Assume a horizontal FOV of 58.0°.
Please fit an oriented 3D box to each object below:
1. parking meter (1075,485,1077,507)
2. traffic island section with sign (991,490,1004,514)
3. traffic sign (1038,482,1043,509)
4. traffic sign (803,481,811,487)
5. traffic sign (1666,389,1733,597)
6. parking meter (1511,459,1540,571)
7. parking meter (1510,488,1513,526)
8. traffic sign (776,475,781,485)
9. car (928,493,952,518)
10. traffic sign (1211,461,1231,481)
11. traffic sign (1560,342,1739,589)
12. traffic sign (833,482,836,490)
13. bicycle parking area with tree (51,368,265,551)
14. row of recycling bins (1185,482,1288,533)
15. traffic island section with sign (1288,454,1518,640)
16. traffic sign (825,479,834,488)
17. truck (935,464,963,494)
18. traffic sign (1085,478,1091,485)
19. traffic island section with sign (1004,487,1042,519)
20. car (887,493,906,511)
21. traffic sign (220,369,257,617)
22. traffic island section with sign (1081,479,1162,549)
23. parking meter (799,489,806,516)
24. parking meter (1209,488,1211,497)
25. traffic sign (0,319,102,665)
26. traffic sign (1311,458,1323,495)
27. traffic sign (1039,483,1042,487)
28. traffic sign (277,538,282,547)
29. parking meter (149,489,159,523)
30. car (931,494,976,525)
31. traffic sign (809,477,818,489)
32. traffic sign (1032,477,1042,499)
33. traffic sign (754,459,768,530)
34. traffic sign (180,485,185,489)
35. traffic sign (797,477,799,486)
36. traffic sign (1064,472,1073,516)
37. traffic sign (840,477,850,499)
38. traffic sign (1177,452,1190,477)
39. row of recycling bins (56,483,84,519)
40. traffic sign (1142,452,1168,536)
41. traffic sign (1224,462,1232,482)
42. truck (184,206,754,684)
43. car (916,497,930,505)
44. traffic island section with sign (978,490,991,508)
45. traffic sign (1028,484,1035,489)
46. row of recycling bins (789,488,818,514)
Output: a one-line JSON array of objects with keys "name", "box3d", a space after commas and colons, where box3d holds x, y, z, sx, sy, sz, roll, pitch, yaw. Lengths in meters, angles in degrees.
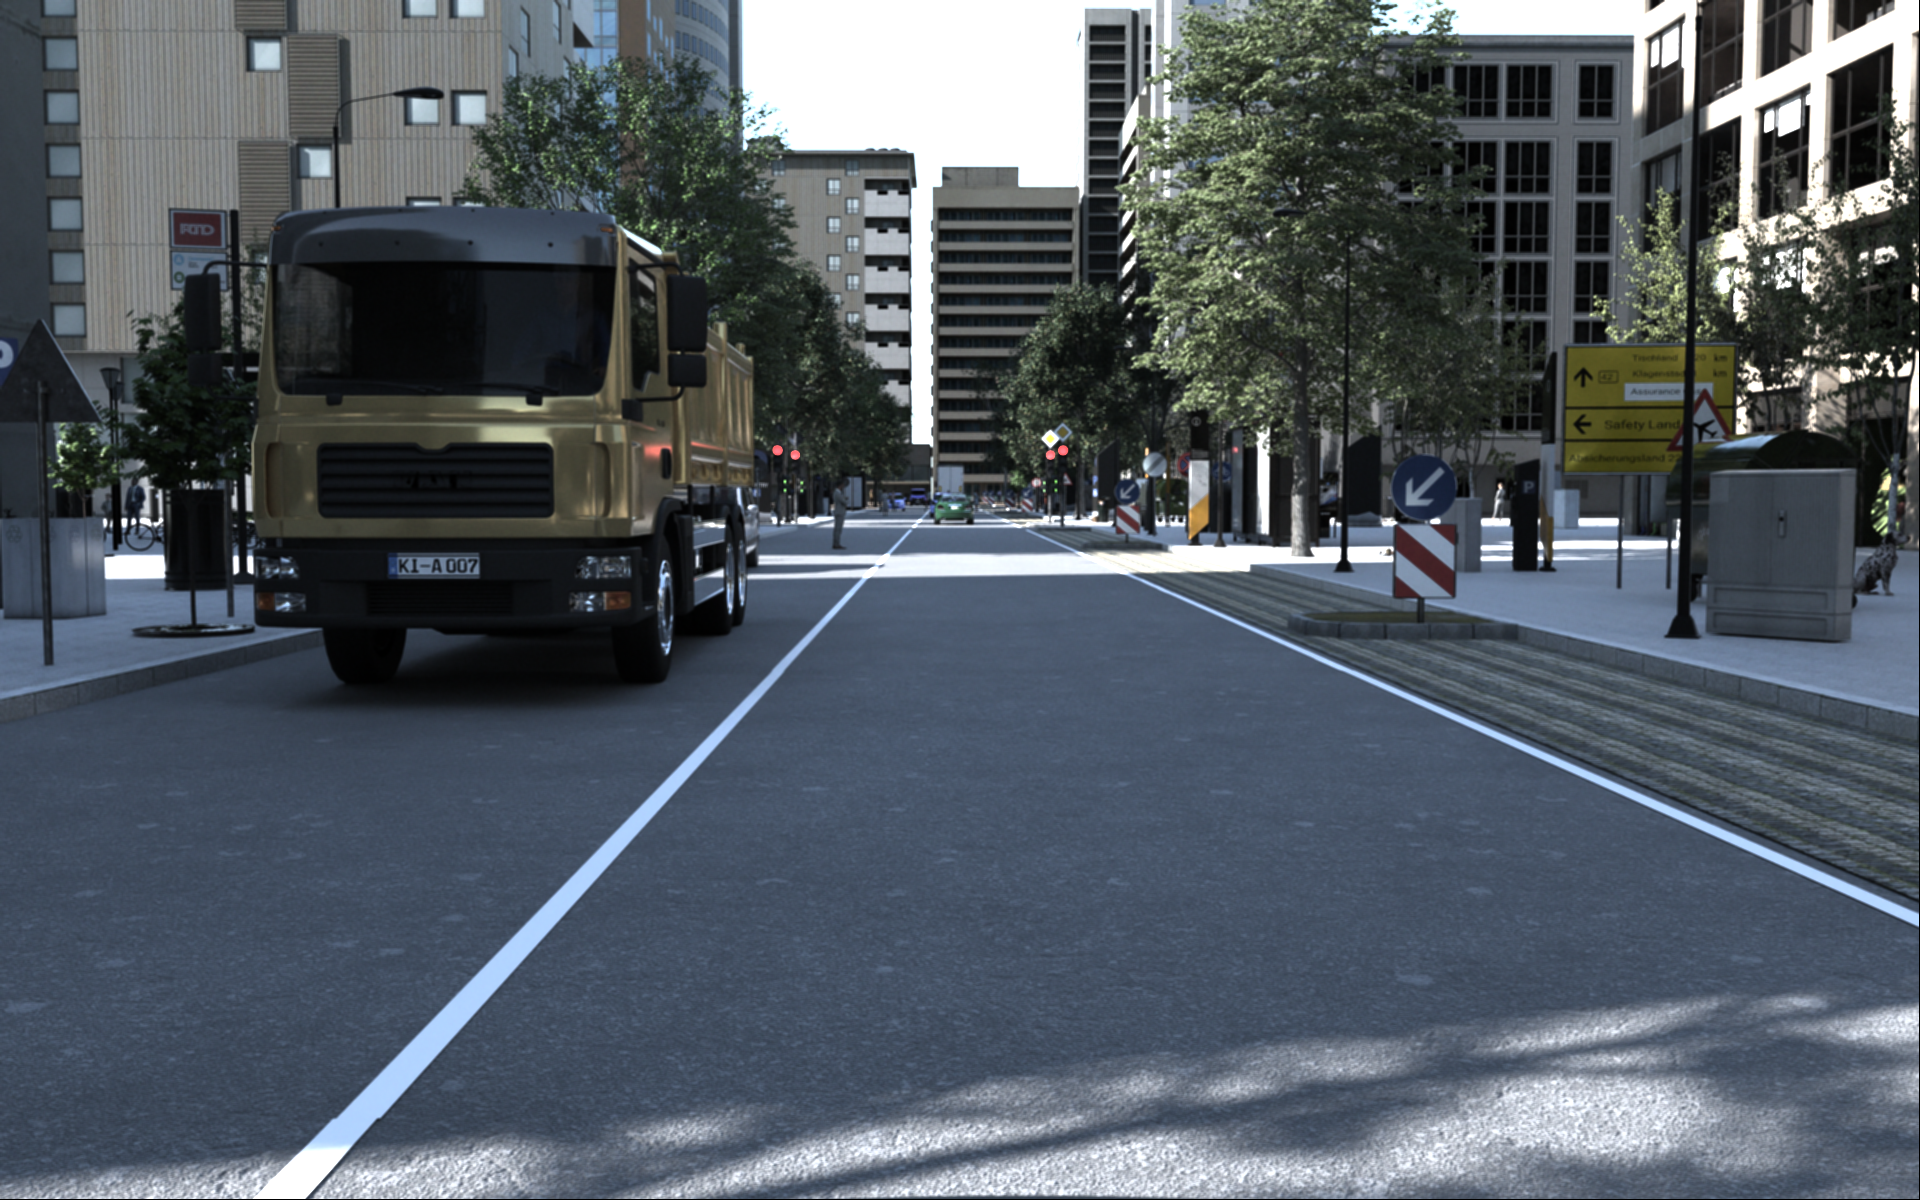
[{"name": "parking meter", "box3d": [7.269, -6.159, 106.408, 0.399, 1.863, 0.255, 1, 4, 16]}, {"name": "traffic island section with sign", "box3d": [3.514, -7.267, 127.438, 1.989, 1.847, 2.006, 0, 4, -1]}, {"name": "traffic sign", "box3d": [6.717, -9.025, 147.670, 0.768, 2.556, 0.104, 0, 4, 0]}, {"name": "traffic sign", "box3d": [-11.608, -8.101, 132.549, 0.768, 2.556, 0.104, 0, 4, 0]}, {"name": "traffic sign", "box3d": [9.194, -1.313, 21.478, 0.884, 2.594, 0.081, 0, 4, 6]}, {"name": "parking meter", "box3d": [9.422, -1.417, 28.880, 0.399, 1.863, 0.255, 0, 4, 1]}, {"name": "parking meter", "box3d": [22.013, -3.687, 68.691, 0.372, 1.533, 0.369, 0, 3, 0]}, {"name": "traffic sign", "box3d": [-10.572, -6.286, 102.890, 0.768, 2.556, 0.104, 0, 4, 8]}, {"name": "car", "box3d": [-1.000, -5.932, 106.581, 1.945, 1.707, 3.694, 0, 4, -1]}, {"name": "traffic sign", "box3d": [10.106, -4.093, 67.026, 0.768, 2.556, 0.104, 0, 4, 8]}, {"name": "traffic sign", "box3d": [9.272, -1.805, 23.380, 2.265, 3.308, 0.079, 0, 4, 7]}, {"name": "traffic sign", "box3d": [-10.272, -8.763, 143.387, 0.768, 2.556, 0.104, 0, 4, 6]}, {"name": "bicycle parking area with tree", "box3d": [-20.243, -3.355, 41.861, 9.016, 4.147, 8.231, -1, 4, -11]}, {"name": "row of recycling bins", "box3d": [9.146, -3.076, 57.400, 3.534, 1.692, 1.069, 2, 4, 28]}, {"name": "traffic island section with sign", "box3d": [4.470, -0.566, 17.882, 1.989, 1.847, 2.006, 0, 4, -1]}, {"name": "traffic sign", "box3d": [-10.314, -8.370, 136.954, 0.768, 2.556, 0.104, 0, 4, 3]}, {"name": "truck", "box3d": [-1.013, -10.911, 167.313, 2.839, 4.237, 11.283, 0, 4, -1]}, {"name": "traffic sign", "box3d": [9.224, -7.773, 127.191, 0.768, 2.556, 0.104, 0, 4, 7]}, {"name": "traffic island section with sign", "box3d": [3.751, -5.617, 100.472, 1.989, 1.847, 2.006, 0, 4, -1]}, {"name": "car", "box3d": [-5.554, -8.483, 148.284, 1.945, 1.707, 3.694, 0, 4, -2]}, {"name": "traffic sign", "box3d": [-7.613, -1.101, 18.011, 0.884, 2.594, 0.081, 0, 4, 5]}, {"name": "traffic island section with sign", "box3d": [4.223, -2.262, 45.604, 1.989, 1.847, 2.006, 0, 4, -1]}, {"name": "parking meter", "box3d": [-9.237, -5.854, 101.431, 0.399, 1.863, 0.255, 0, 4, -6]}, {"name": "parking meter", "box3d": [9.472, -3.555, 66.530, 0.372, 1.533, 0.369, 0, 3, 0]}, {"name": "traffic sign", "box3d": [-6.835, -0.790, 12.917, 0.884, 2.594, 0.081, 0, 4, 2]}, {"name": "traffic sign", "box3d": [9.851, -2.838, 48.525, 0.606, 2.300, 0.079, 0, 4, 3]}, {"name": "traffic sign", "box3d": [5.967, -8.231, 134.675, 0.768, 2.556, 0.104, 0, 4, 1]}, {"name": "traffic sign", "box3d": [-8.200, -1.144, 20.841, 0.606, 2.300, 0.079, 1, 4, 9]}, {"name": "parking meter", "box3d": [-36.279, -4.254, 77.966, 0.372, 1.533, 0.369, 0, 3, 0]}, {"name": "car", "box3d": [-0.301, -4.288, 81.912, 2.131, 1.459, 4.920, 0, 4, -2]}, {"name": "traffic sign", "box3d": [-10.952, -7.943, 129.972, 0.768, 2.556, 0.104, 0, 4, 1]}, {"name": "traffic sign", "box3d": [5.831, -8.069, 132.027, 0.768, 2.556, 0.104, 0, 4, 3]}, {"name": "traffic sign", "box3d": [-7.283, -3.808, 62.361, 0.768, 2.556, 0.104, 0, 4, 8]}, {"name": "traffic sign", "box3d": [-11.895, -1.615, 26.504, 0.768, 2.556, 0.104, 0, 4, 1]}, {"name": "traffic sign", "box3d": [-12.092, -7.840, 128.285, 0.768, 2.556, 0.104, 0, 4, 2]}, {"name": "traffic sign", "box3d": [6.180, -6.208, 101.509, 0.884, 2.594, 0.081, 0, 4, 1]}, {"name": "traffic sign", "box3d": [-8.649, -7.936, 129.862, 0.768, 2.556, 0.104, 0, 4, 4]}, {"name": "traffic sign", "box3d": [6.950, -3.205, 52.515, 0.768, 2.556, 0.104, 0, 4, 5]}, {"name": "row of recycling bins", "box3d": [-34.159, -3.542, 65.022, 3.534, 1.692, 1.069, 1, 4, 10]}, {"name": "traffic sign", "box3d": [5.910, -3.209, 52.579, 0.768, 2.556, 0.104, 0, 4, 3]}, {"name": "traffic sign", "box3d": [10.518, -4.205, 68.854, 0.768, 2.556, 0.104, 0, 4, 3]}, {"name": "truck", "box3d": [-3.524, -1.182, 15.250, 3.469, 3.379, 9.791, 0, 4, -2]}, {"name": "car", "box3d": [-4.671, -12.868, 219.432, 2.155, 1.783, 4.494, 0, 4, -2]}, {"name": "traffic island section with sign", "box3d": [3.076, -10.333, 177.578, 1.989, 1.847, 2.006, 0, 4, -1]}, {"name": "traffic sign", "box3d": [6.091, -8.879, 147.296, 0.606, 2.300, 0.079, 0, 4, 6]}, {"name": "row of recycling bins", "box3d": [-10.373, -6.423, 112.124, 1.069, 1.692, 3.534, -3, 4, -39]}]
